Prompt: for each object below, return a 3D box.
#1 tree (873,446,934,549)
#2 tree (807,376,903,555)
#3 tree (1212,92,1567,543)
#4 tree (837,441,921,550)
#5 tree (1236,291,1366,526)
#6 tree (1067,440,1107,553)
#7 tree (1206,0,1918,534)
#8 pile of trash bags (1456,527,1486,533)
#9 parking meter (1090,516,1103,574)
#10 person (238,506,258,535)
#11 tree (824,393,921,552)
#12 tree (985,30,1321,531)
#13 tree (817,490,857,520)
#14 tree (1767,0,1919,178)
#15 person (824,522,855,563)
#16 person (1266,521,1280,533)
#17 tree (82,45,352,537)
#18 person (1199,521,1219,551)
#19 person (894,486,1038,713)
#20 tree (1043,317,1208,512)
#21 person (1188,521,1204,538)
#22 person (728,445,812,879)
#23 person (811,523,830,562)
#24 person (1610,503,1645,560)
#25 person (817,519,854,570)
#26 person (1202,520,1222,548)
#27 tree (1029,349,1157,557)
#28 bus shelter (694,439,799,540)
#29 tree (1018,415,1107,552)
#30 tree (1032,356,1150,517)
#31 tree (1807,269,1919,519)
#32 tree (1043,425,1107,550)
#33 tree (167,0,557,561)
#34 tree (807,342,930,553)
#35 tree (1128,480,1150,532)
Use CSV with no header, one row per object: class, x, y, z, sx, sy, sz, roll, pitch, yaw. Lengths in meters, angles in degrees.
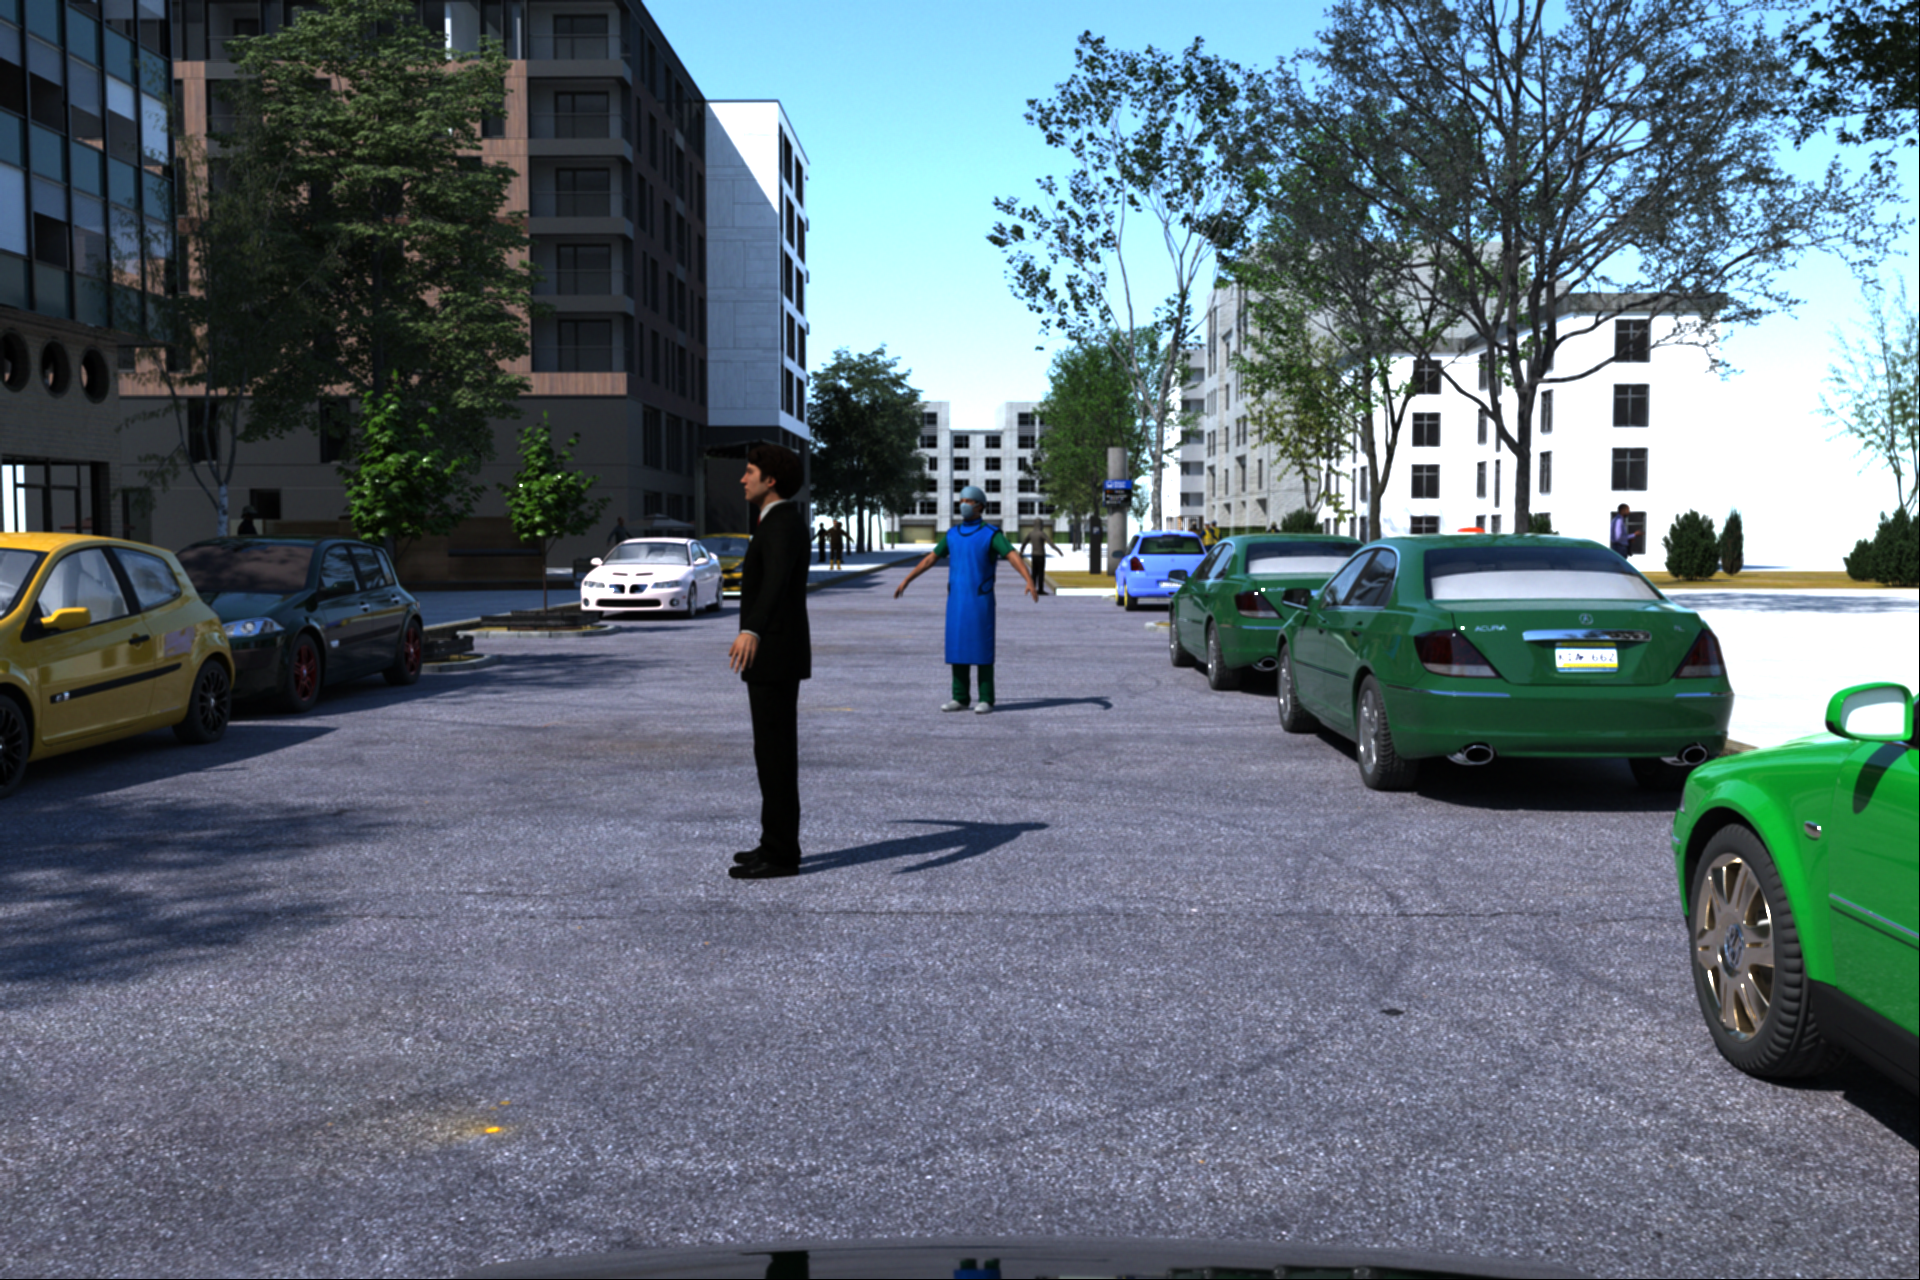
tree,-5.474,-13.012,147.156,8.767,10.594,7.601,3,5,42
tree,-6.990,-10.345,103.550,7.601,10.594,8.767,-2,4,-28
tree,9.830,-6.996,40.135,9.928,11.665,9.643,0,3,0
tree,-6.434,-12.296,135.455,7.601,10.594,8.767,1,4,21
tree,10.496,-6.213,51.948,4.737,8.622,4.395,0,3,0
tree,8.603,-10.369,119.895,4.737,8.622,4.395,0,3,0
tree,9.134,-7.199,28.079,12.009,13.543,11.850,0,3,0
pile of trash bags,6.547,-0.693,21.081,1.912,1.369,3.447,0,4,2
parking meter,4.340,-3.029,55.235,0.399,1.863,0.255,0,4,0
person,-14.105,-1.749,34.465,0.704,1.845,1.351,0,4,-5
tree,-6.365,-12.147,124.358,9.928,11.665,9.643,0,3,0
tree,6.969,-12.800,65.167,12.611,20.169,13.585,0,3,0
tree,-17.143,-18.981,236.094,9.928,11.665,9.643,0,3,0
tree,9.650,-4.766,12.339,7.601,10.594,8.767,-1,4,-12
person,-5.300,-4.270,75.966,1.345,1.843,0.704,-1,4,-16
person,14.301,-4.474,78.937,1.354,1.856,0.705,1,4,22
tree,-11.221,-4.631,26.073,4.360,8.622,3.978,0,3,0
person,9.301,-3.558,64.630,1.216,1.772,0.721,-3,5,-42
person,0.078,-0.327,13.934,1.347,1.817,0.704,2,4,33
tree,7.797,-9.543,81.790,9.928,11.665,9.643,0,3,0
person,10.293,-4.305,76.148,1.354,1.858,0.705,-1,4,-9
person,-0.816,0.079,7.347,0.705,1.806,1.347,0,4,-4
person,-6.288,-4.423,78.542,0.704,1.802,1.346,-3,5,-42
person,12.193,-1.575,31.660,0.599,1.838,0.709,1,4,17
person,-4.466,-3.422,62.093,1.346,1.812,0.704,0,4,-7
person,10.036,-3.831,68.606,0.705,1.833,1.349,3,5,41
tree,7.663,-10.526,97.856,9.928,11.665,9.643,0,3,0
bus shelter,-5.575,-3.347,46.000,1.731,3.624,6.357,0,4,3
tree,8.264,-11.713,125.920,8.767,10.594,7.601,1,4,11
tree,8.402,-11.753,110.286,7.486,12.596,7.792,0,3,0
tree,26.122,-5.936,47.414,4.360,8.622,3.978,0,3,0
tree,9.900,-13.514,139.086,7.486,12.596,7.792,0,3,0
tree,-11.974,-7.152,35.063,7.486,12.596,7.792,0,3,0
tree,-6.701,-12.708,114.431,9.857,13.997,8.962,0,3,0
tree,24.426,-17.411,235.033,4.737,8.622,4.395,0,3,0
